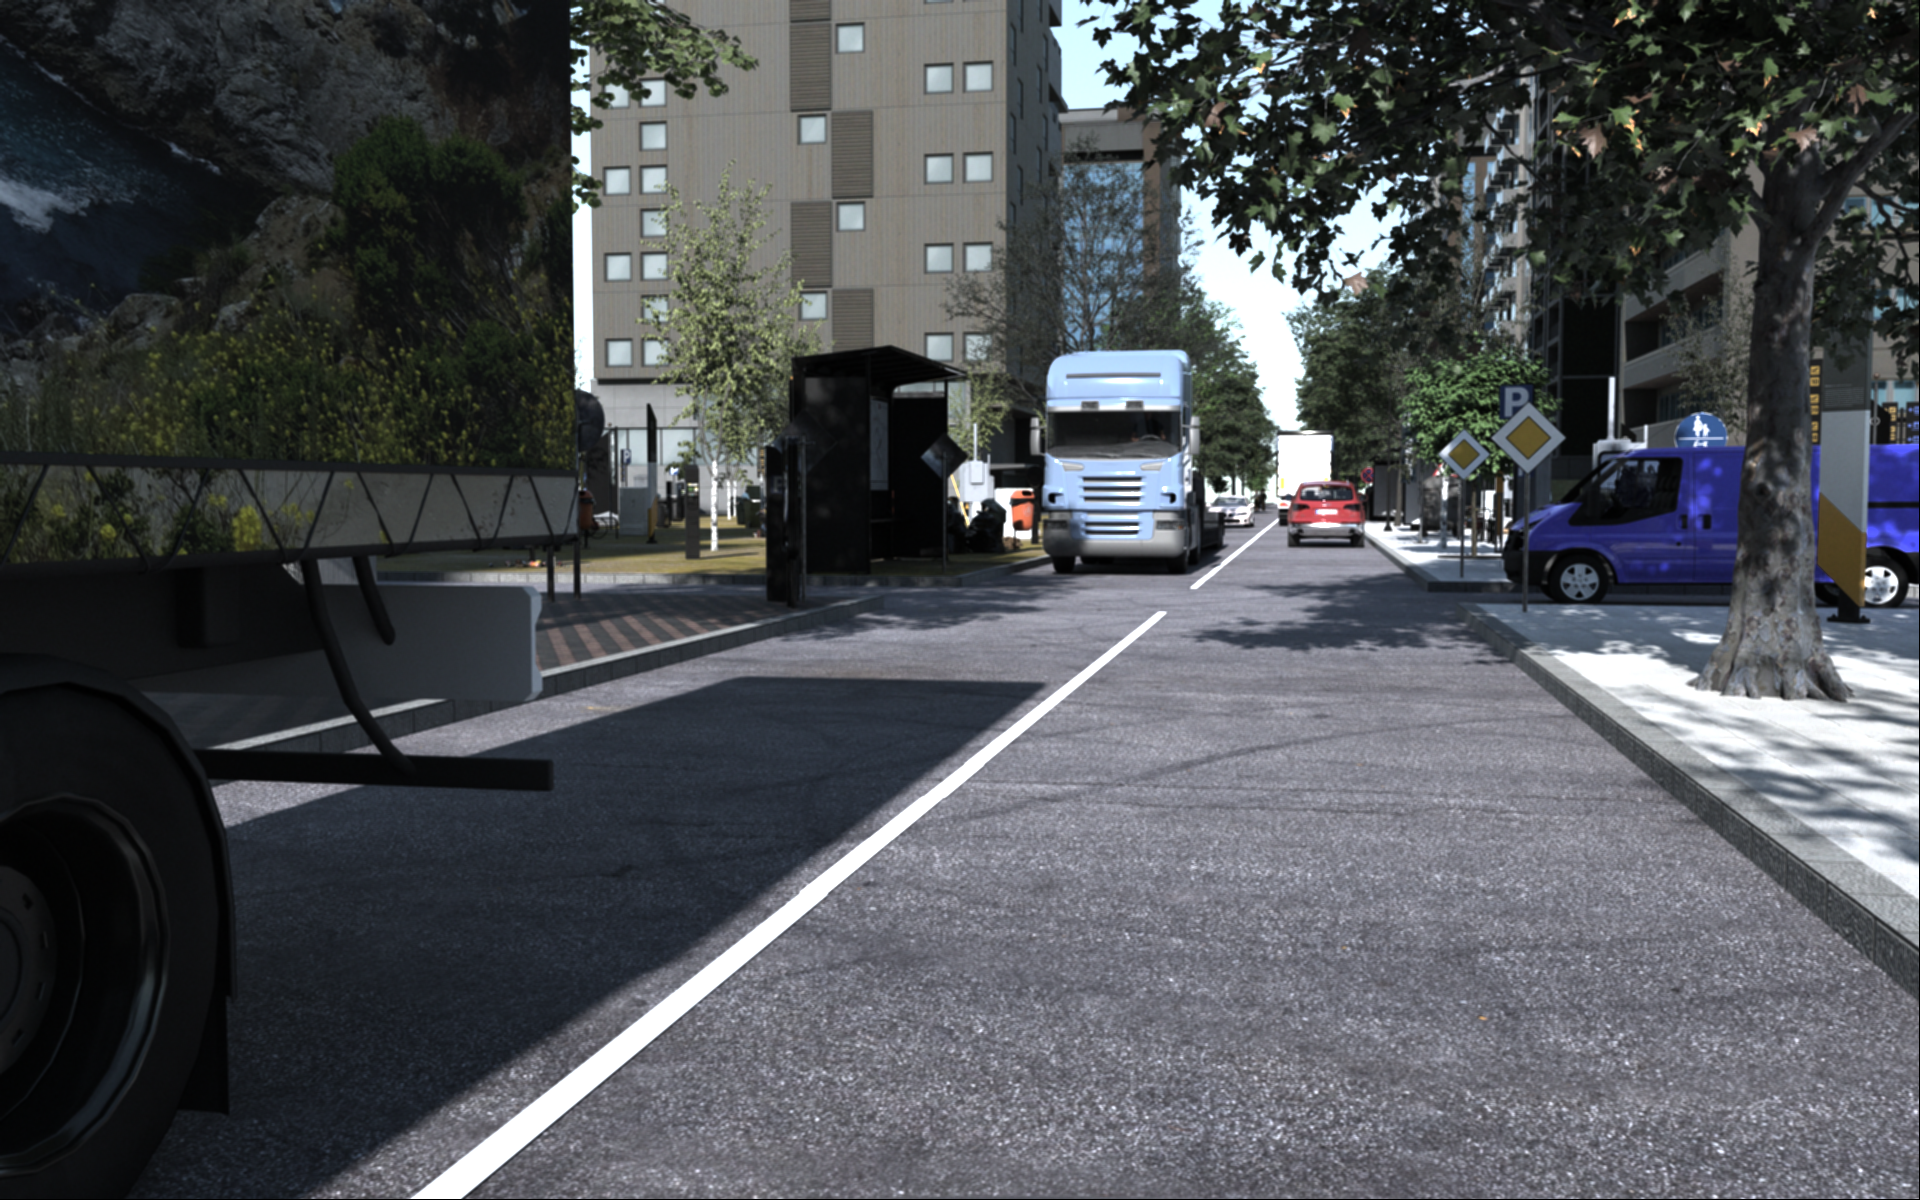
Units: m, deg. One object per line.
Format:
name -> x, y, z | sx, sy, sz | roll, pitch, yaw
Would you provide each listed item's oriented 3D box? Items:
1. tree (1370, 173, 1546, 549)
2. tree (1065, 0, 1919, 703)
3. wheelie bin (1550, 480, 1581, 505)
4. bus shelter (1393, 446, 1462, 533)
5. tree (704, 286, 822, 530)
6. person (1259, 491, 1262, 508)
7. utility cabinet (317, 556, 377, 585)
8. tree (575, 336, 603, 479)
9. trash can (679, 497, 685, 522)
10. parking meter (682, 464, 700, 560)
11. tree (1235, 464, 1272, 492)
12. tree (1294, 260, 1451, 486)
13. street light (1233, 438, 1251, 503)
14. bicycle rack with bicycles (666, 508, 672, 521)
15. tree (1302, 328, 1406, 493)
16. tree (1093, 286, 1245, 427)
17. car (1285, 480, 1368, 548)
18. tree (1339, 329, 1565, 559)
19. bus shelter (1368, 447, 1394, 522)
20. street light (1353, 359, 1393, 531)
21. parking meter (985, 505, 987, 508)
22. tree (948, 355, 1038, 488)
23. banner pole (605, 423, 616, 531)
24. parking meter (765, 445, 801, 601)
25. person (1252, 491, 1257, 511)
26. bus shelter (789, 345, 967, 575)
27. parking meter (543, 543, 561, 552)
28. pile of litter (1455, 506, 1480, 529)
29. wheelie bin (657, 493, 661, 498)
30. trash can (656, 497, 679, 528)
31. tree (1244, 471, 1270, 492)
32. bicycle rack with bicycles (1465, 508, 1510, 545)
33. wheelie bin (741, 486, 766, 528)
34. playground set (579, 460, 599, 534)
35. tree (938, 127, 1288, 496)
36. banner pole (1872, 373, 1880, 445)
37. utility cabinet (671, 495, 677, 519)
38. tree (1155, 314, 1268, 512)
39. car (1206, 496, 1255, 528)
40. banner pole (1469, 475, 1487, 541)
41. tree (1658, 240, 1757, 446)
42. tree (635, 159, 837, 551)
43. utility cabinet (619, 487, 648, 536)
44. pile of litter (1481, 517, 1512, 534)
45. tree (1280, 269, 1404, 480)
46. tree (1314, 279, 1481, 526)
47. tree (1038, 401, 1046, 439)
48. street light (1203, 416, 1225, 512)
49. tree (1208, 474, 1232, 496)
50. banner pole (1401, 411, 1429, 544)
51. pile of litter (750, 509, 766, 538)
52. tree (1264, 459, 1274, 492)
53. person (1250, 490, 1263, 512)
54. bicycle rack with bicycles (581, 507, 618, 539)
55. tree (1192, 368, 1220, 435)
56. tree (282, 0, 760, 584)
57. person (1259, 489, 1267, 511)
tree -> 11.537, -5.532, 40.807 | 4.360, 8.622, 3.978 | 0, 3, 0
tree -> 5.254, -5.733, 10.741 | 9.611, 12.733, 9.660 | 0, 3, 0
wheelie bin -> 13.289, -1.847, 38.106 | 0.980, 1.594, 0.693 | 1, 4, 11
bus shelter -> 15.513, -3.851, 56.880 | 2.014, 3.302, 5.546 | 1, 4, 11
tree -> -6.859, -6.822, 61.910 | 4.360, 8.622, 3.978 | 0, 3, 0
person -> 30.728, -10.220, 176.125 | 0.750, 1.759, 0.617 | 1, 4, 11
utility cabinet -> -6.203, -0.367, 17.156 | 0.306, 1.237, 1.020 | 1, 4, 18
tree -> -17.388, -7.660, 75.605 | 4.360, 8.622, 3.978 | 0, 3, 0
trash can -> -13.135, -4.200, 80.322 | 0.748, 1.137, 0.748 | 0, 3, 0
parking meter -> -5.256, -1.730, 33.990 | 0.255, 1.863, 0.399 | -1, 4, -14
tree -> 41.676, -17.853, 242.264 | 4.737, 8.622, 4.395 | 0, 3, 0
tree -> 22.140, -11.341, 92.082 | 9.857, 13.997, 8.962 | 0, 3, 0
street light -> 23.291, -10.484, 143.959 | 1.470, 5.913, 1.316 | 1, 4, 11
bicycle rack with bicycles -> -14.751, -4.259, 83.010 | 2.852, 0.926, 2.925 | 0, 4, -1
tree -> 26.908, -12.198, 117.563 | 7.486, 12.596, 7.792 | 0, 3, 0
tree -> 9.773, -9.682, 84.056 | 9.928, 11.665, 9.643 | 0, 3, 0
car -> 10.145, -2.407, 48.033 | 2.281, 1.827, 5.304 | 1, 4, 12
tree -> 10.427, -3.122, 34.763 | 4.285, 4.588, 4.351 | 0, 3, 0
bus shelter -> 19.409, -5.123, 77.690 | 2.014, 3.302, 5.546 | 1, 4, 11
street light -> 14.226, -5.327, 59.644 | 1.470, 5.913, 1.316 | 1, 4, 11
parking meter -> 1.579, -5.299, 95.044 | 0.372, 1.533, 0.369 | 0, 3, 0
tree -> 0.762, -8.578, 90.617 | 4.737, 8.622, 4.395 | 0, 3, 0
banner pole -> -12.196, -4.323, 60.700 | 0.401, 3.779, 0.863 | -2, 4, -26
parking meter -> -2.113, -0.922, 20.793 | 0.399, 1.863, 0.255 | 1, 4, 12
person -> 25.291, -8.508, 148.390 | 0.721, 1.735, 1.217 | -1, 4, -13
bus shelter -> -1.324, -2.404, 30.587 | 1.731, 3.624, 6.357 | 1, 4, 11
parking meter -> -9.103, -2.014, 38.636 | 0.399, 1.863, 0.255 | 0, 4, 3
pile of litter -> 18.758, -3.067, 64.118 | 1.719, 0.858, 1.176 | 0, 4, -1
wheelie bin -> -12.982, -3.940, 72.323 | 0.980, 1.594, 0.693 | -1, 4, -11
trash can -> -11.314, -3.323, 65.980 | 0.748, 1.137, 0.748 | 0, 3, 0
tree -> 37.395, -14.332, 218.034 | 4.285, 4.588, 4.351 | 0, 3, 0
bicycle rack with bicycles -> 14.254, -1.919, 44.755 | 2.852, 0.926, 2.925 | 2, 4, 31
wheelie bin -> -7.820, -3.522, 65.486 | 0.980, 1.594, 0.693 | -2, 4, -33
playground set -> -14.142, -4.241, 56.115 | 5.302, 4.214, 5.637 | 1, 4, 10
tree -> 4.460, -9.094, 59.063 | 12.009, 13.543, 11.850 | 0, 3, 0
banner pole -> 18.671, -2.803, 35.845 | 0.863, 3.779, 0.401 | 0, 4, 3
utility cabinet -> -15.080, -4.904, 91.339 | 0.306, 1.237, 1.020 | 0, 4, -8
tree -> 16.730, -13.002, 119.241 | 9.857, 13.997, 8.962 | 0, 3, 0
car -> 11.794, -3.854, 75.371 | 2.083, 1.381, 4.827 | 1, 4, 12
banner pole -> 14.102, -3.487, 47.026 | 0.863, 3.779, 0.401 | -3, 4, -38
tree -> 20.984, -5.869, 46.317 | 4.360, 8.622, 3.978 | 0, 3, 0
tree -> -5.460, -5.431, 39.156 | 4.737, 8.622, 4.395 | 0, 3, 0
utility cabinet -> -9.984, -2.722, 53.175 | 1.173, 1.500, 0.318 | 3, 5, 40
pile of litter -> 17.777, -2.542, 55.535 | 1.176, 0.858, 1.719 | -1, 4, -13
tree -> 33.420, -17.622, 144.010 | 12.611, 20.169, 13.585 | 0, 3, 0
tree -> 17.706, -8.197, 68.433 | 7.601, 10.594, 8.767 | 0, 4, 1
tree -> 6.495, -8.964, 96.921 | 4.737, 8.622, 4.395 | 0, 3, 0
street light -> 15.137, -8.013, 103.557 | 1.470, 5.913, 1.316 | 1, 4, 11
tree -> 19.092, -8.117, 127.315 | 1.663, 3.219, 1.824 | 0, 3, 0
banner pole -> 11.750, -3.352, 44.824 | 0.401, 3.779, 0.863 | -3, 5, -42
pile of litter -> -5.582, -2.276, 51.176 | 1.176, 0.858, 1.719 | -3, 5, -40
tree -> 44.897, -18.764, 257.146 | 4.360, 8.622, 3.978 | 0, 3, 0
person -> 23.830, -7.953, 139.258 | 1.217, 1.736, 0.721 | 3, 5, 41
bicycle rack with bicycles -> -11.308, -2.232, 49.878 | 2.925, 0.926, 2.852 | -3, 4, -38
tree -> 11.851, -8.781, 93.925 | 4.737, 8.622, 4.395 | 0, 3, 0
tree -> -4.985, -5.739, 11.958 | 7.486, 12.596, 7.792 | 0, 3, 0
person -> 25.127, -8.290, 143.674 | 0.705, 1.869, 1.348 | 3, 5, 43
